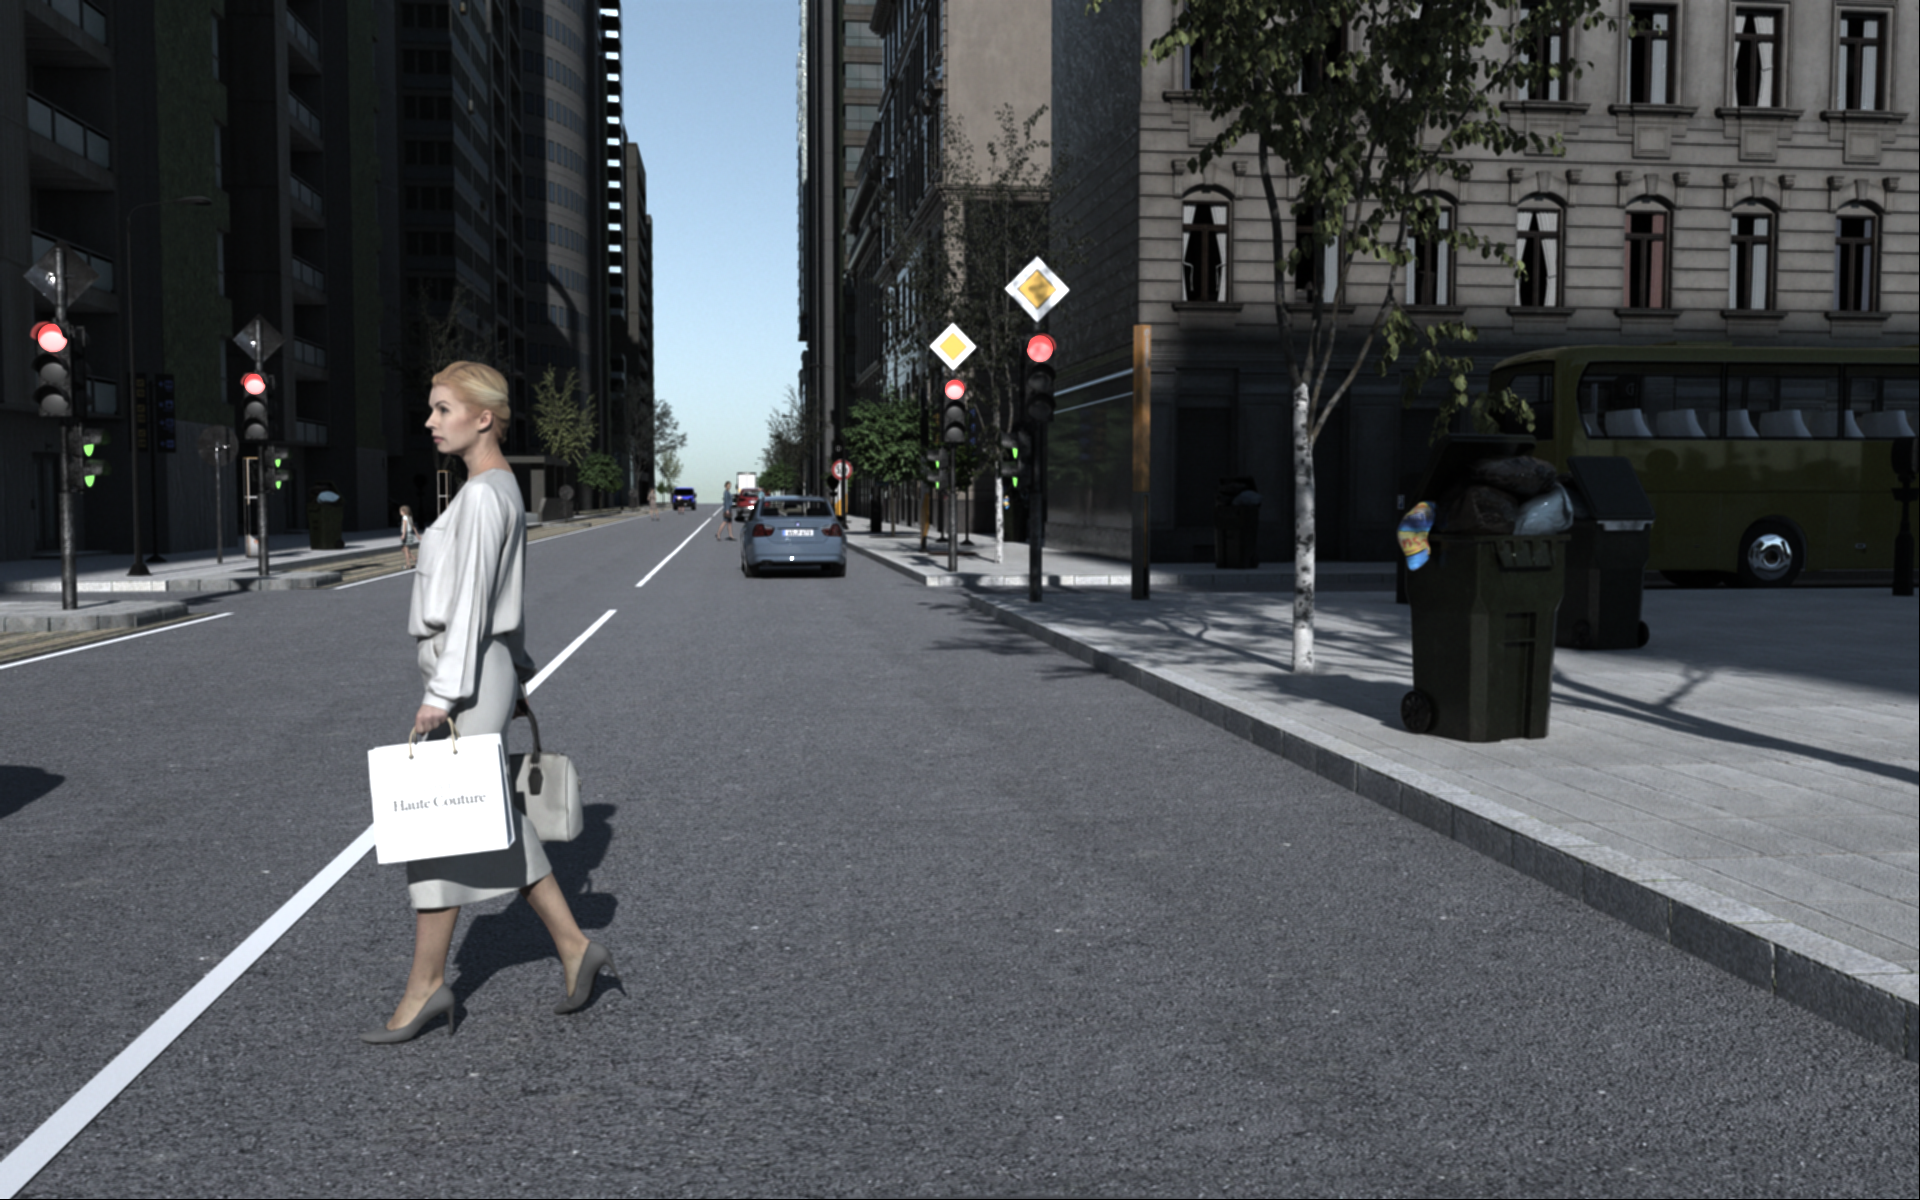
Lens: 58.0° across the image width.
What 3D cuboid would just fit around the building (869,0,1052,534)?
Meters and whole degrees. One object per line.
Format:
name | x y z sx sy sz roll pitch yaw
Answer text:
building | 3.602 -16.549 67.836 12.463 27.353 25.104 0 4 -7

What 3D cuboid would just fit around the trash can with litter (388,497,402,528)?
trash can with litter | -21.445 -3.342 66.034 1.055 1.170 0.624 -3 5 -39

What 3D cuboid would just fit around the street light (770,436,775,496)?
street light | -14.541 -10.165 138.733 1.470 5.913 1.316 0 4 -7

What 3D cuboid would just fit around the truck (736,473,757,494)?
truck | -28.468 -14.808 231.017 2.839 4.237 11.283 0 4 -7

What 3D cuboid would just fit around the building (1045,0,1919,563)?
building | 11.464 -11.498 37.144 18.267 20.994 9.793 0 4 -7

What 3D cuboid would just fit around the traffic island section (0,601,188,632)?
traffic island section | -9.928 0.183 19.285 2.009 0.180 2.903 0 4 -7

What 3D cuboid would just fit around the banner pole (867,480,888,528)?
banner pole | -3.074 -4.570 64.742 0.863 3.779 0.401 0 4 3

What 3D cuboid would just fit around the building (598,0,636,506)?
building | -48.790 -54.215 199.080 22.319 86.520 31.000 0 4 -7

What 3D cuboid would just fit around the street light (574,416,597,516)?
street light | -22.182 -7.961 102.706 1.470 5.913 1.316 0 4 -7

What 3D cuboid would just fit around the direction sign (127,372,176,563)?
direction sign | -15.152 -2.479 32.531 0.379 3.537 0.876 3 4 38

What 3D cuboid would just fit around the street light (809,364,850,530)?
street light | -4.686 -5.473 62.032 1.470 5.913 1.316 0 4 -7

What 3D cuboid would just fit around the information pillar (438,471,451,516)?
information pillar | -16.385 -3.093 55.063 0.304 2.012 0.304 0 4 5

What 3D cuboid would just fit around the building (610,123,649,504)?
building | -52.188 -36.854 226.271 21.300 48.544 21.600 0 4 -7

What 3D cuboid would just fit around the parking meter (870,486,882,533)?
parking meter | -2.805 -3.023 57.841 0.372 1.533 0.369 0 3 0

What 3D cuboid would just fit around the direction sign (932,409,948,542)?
direction sign | -0.468 -3.304 46.012 0.379 3.537 0.876 -3 4 -36

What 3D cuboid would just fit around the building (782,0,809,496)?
building | -14.095 -57.081 245.945 22.319 86.520 31.000 0 4 -7

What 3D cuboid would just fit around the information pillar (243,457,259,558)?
information pillar | -14.167 -1.851 34.753 0.304 2.012 0.304 -3 4 -36

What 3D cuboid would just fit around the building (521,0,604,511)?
building | -39.664 -36.214 134.097 21.231 58.520 28.212 0 4 -7

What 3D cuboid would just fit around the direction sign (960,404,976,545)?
direction sign | 0.177 -3.148 43.473 0.379 3.537 0.876 2 4 27

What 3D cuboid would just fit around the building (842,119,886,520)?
building | 1.091 -15.331 92.459 13.314 21.916 24.055 0 4 -7

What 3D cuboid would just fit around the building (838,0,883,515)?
building | -1.051 -26.333 114.135 14.154 41.232 14.086 0 4 -7

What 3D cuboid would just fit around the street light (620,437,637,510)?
street light | -27.189 -10.364 141.990 1.470 5.913 1.316 0 4 -7

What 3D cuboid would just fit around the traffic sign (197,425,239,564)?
traffic sign | -13.656 -1.944 31.884 0.768 2.556 0.104 0 4 2

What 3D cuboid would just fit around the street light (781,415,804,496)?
street light | -9.843 -7.940 102.360 1.470 5.913 1.316 0 4 -7

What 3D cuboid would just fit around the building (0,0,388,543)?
building | -27.150 -22.709 54.882 14.154 41.232 14.086 0 4 -7

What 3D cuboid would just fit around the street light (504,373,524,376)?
street light | -17.383 -5.744 66.448 1.470 5.913 1.316 0 4 -7

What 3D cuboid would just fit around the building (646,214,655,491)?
building | -50.856 -34.368 245.508 14.154 41.232 14.086 0 4 -7

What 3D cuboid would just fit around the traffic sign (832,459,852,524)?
traffic sign | -4.330 -3.885 63.628 0.768 2.556 0.104 0 4 -4

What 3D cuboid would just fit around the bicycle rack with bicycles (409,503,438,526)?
bicycle rack with bicycles | -21.069 -3.484 70.353 2.925 0.926 2.852 -2 4 -24

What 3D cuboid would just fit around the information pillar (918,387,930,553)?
information pillar | -0.770 -2.838 37.756 0.183 3.616 0.504 -1 4 -14

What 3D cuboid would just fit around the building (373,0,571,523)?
building | -35.552 -23.802 81.044 32.217 40.220 23.993 0 4 -7

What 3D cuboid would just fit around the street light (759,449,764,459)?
street light | -19.764 -12.622 178.911 1.470 5.913 1.316 0 4 -7

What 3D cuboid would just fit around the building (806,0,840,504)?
building | -3.888 -38.005 163.385 21.231 58.520 28.212 0 4 -7

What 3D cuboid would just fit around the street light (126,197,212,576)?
street light | -12.390 -3.341 27.162 1.470 5.913 1.316 0 4 -7

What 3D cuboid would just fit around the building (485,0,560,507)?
building | -36.569 -41.057 109.541 20.563 71.187 20.611 0 4 -7

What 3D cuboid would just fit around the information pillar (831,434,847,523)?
information pillar | -4.673 -4.671 67.728 0.504 3.616 0.183 -1 4 -16

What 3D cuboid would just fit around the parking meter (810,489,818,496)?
parking meter | -7.267 -4.751 86.092 0.372 1.533 0.369 0 3 0

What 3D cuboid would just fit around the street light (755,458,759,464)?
street light | -25.269 -15.264 222.107 1.470 5.913 1.316 0 4 -7

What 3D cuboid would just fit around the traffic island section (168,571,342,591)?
traffic island section | -10.950 -0.301 27.205 2.009 0.180 2.903 0 4 -7

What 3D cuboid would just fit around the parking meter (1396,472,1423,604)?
parking meter | 5.319 -0.728 20.310 0.372 1.533 0.369 0 3 0

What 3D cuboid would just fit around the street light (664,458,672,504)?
street light | -38.089 -15.482 225.664 1.470 5.913 1.316 0 4 -7

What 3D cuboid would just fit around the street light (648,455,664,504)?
street light | -32.857 -13.050 185.904 1.470 5.913 1.316 0 4 -7

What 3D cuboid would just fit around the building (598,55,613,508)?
building | -39.157 -28.892 155.974 14.154 41.232 14.086 0 4 -7

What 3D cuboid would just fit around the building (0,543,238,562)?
building | -23.608 -21.377 33.111 14.154 41.232 14.086 0 4 -7

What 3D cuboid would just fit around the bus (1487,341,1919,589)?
bus | 14.358 -2.129 26.359 12.252 3.916 2.896 0 4 -6
